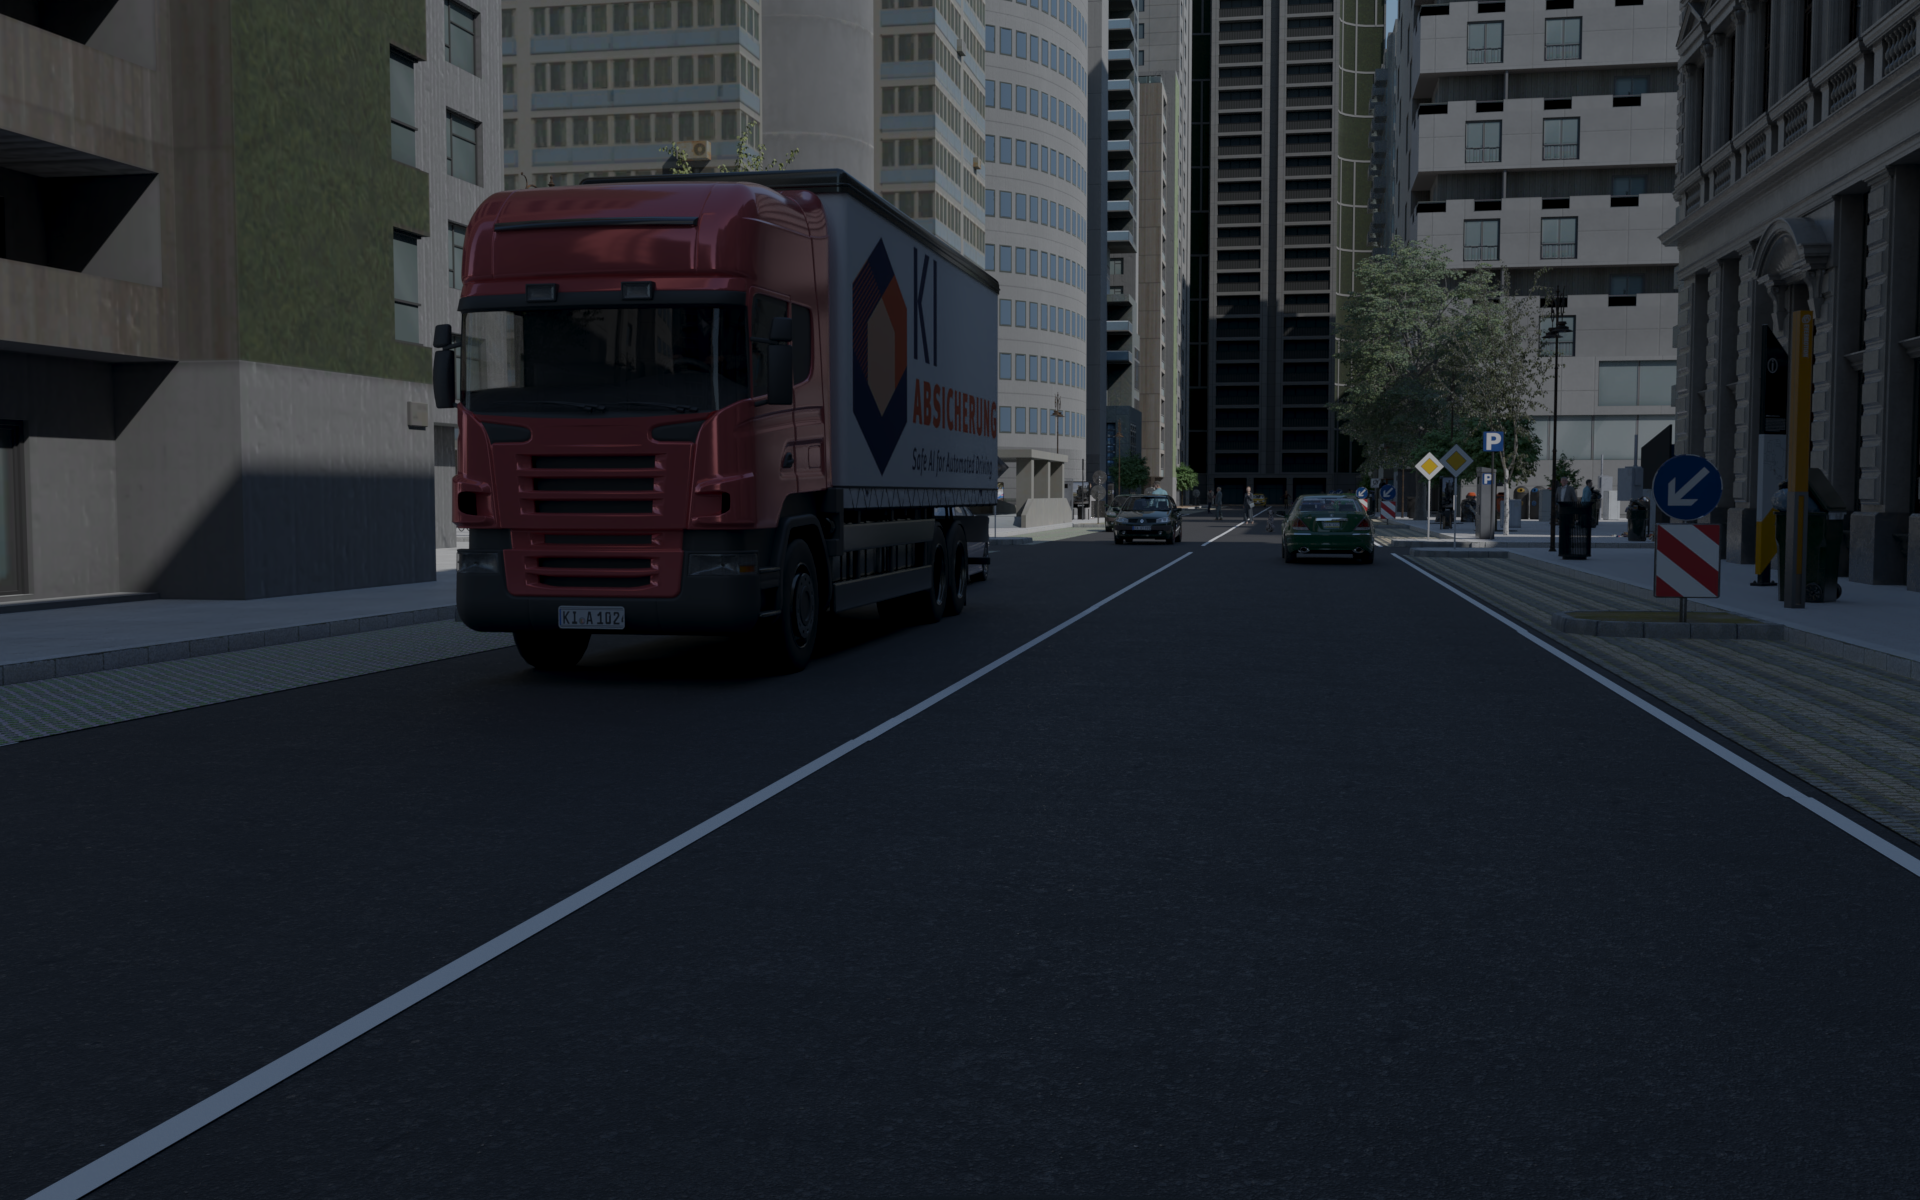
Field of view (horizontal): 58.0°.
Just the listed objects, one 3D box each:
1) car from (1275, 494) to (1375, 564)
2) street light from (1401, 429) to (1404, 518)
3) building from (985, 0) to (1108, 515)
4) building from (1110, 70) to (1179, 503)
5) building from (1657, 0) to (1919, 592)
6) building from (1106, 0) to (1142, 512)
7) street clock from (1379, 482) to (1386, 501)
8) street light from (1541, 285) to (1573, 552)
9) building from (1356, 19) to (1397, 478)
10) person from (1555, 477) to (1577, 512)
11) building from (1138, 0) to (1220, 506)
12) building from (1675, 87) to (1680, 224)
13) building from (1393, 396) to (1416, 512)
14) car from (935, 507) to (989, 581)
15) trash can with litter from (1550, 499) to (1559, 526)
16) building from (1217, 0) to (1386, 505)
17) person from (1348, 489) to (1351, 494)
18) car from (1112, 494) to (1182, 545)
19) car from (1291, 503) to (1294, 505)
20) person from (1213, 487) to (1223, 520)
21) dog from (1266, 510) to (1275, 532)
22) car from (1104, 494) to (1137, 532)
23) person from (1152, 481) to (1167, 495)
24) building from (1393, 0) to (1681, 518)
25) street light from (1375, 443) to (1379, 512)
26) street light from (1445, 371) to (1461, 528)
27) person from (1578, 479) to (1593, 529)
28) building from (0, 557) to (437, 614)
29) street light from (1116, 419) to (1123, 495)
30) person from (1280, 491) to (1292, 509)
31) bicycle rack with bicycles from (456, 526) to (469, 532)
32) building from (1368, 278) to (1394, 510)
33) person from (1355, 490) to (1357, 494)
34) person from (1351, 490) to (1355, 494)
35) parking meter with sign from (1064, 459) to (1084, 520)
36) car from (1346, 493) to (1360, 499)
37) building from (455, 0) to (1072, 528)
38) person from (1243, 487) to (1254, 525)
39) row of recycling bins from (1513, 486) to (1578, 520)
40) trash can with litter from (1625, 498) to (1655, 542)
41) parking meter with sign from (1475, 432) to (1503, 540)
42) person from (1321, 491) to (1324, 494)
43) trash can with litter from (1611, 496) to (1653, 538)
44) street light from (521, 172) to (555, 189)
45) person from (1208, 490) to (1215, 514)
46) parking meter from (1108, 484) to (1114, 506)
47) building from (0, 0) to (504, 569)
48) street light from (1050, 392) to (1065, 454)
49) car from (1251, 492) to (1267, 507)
[{"bbox_3d":[7.871,-1.555,37.227,2.131,1.459,4.920,1,4,9],"label":"car"},{"bbox_3d":[23.804,-7.354,93.018,0.468,5.910,1.993,1,4,11],"label":"street light"},{"bbox_3d":[-2.753,-34.588,107.513,21.231,58.520,28.212,1,4,11],"label":"building"},{"bbox_3d":[13.063,-29.361,163.646,14.154,41.232,14.086,1,4,11],"label":"building"},{"bbox_3d":[18.350,-12.112,26.906,11.050,23.489,19.941,1,4,11],"label":"building"},{"bbox_3d":[4.282,-50.664,141.035,22.319,86.520,31.000,1,4,11],"label":"building"},{"bbox_3d":[25.861,-6.205,106.028,0.471,2.002,0.358,-3,5,-39],"label":"street clock"},{"bbox_3d":[13.223,-4.017,38.470,0.468,5.910,1.993,1,4,11],"label":"street light"},{"bbox_3d":[53.226,-34.089,176.962,23.786,49.044,30.456,1,4,11],"label":"building"},{"bbox_3d":[17.293,-2.638,49.575,0.661,1.777,0.834,3,4,36],"label":"person"},{"bbox_3d":[21.271,-47.676,217.757,20.611,71.187,20.563,1,4,11],"label":"building"},{"bbox_3d":[41.995,-12.993,57.475,28.899,21.520,27.650,1,4,11],"label":"building"},{"bbox_3d":[39.244,-21.764,127.541,14.160,30.474,14.107,1,4,11],"label":"building"},{"bbox_3d":[-0.688,-0.923,27.454,2.083,1.381,4.827,1,4,10],"label":"car"},{"bbox_3d":[24.533,-3.639,70.889,0.624,1.170,1.055,2,4,34],"label":"trash can with litter"},{"bbox_3d":[41.708,-47.448,214.021,20.611,71.187,20.563,1,4,11],"label":"building"},{"bbox_3d":[41.475,-10.916,184.537,1.348,1.823,0.705,-1,4,-22],"label":"person"},{"bbox_3d":[5.512,-2.493,50.555,2.009,1.686,4.222,1,4,12],"label":"car"},{"bbox_3d":[19.072,-5.012,94.518,1.945,1.354,3.894,1,4,11],"label":"car"},{"bbox_3d":[14.108,-5.278,94.963,0.590,1.801,0.661,1,4,17],"label":"person"},{"bbox_3d":[11.627,-2.973,65.444,0.800,0.831,0.513,-3,4,-36],"label":"dog"},{"bbox_3d":[6.595,-3.480,66.681,2.009,1.686,4.222,1,4,11],"label":"car"},{"bbox_3d":[6.231,-2.813,54.358,0.638,1.841,0.748,0,4,5],"label":"person"},{"bbox_3d":[40.777,-31.501,104.285,28.713,52.752,27.495,1,4,11],"label":"building"},{"bbox_3d":[29.187,-9.059,120.894,0.468,5.910,1.993,1,4,11],"label":"street light"},{"bbox_3d":[18.484,-5.646,65.102,0.468,5.910,1.993,1,4,11],"label":"street light"},{"bbox_3d":[22.719,-3.484,63.019,0.620,1.820,0.660,0,4,6],"label":"person"},{"bbox_3d":[-15.912,-15.139,19.226,14.160,30.474,14.107,1,4,11],"label":"building"},{"bbox_3d":[9.820,-8.195,106.775,0.468,5.910,1.993,1,4,11],"label":"street light"},{"bbox_3d":[31.354,-9.634,166.531,1.217,1.766,0.721,3,4,38],"label":"person"},{"bbox_3d":[-17.116,-2.838,59.777,2.852,0.926,2.925,-2,4,-34],"label":"bicycle rack with bicycles"},{"bbox_3d":[49.749,-18.525,147.918,27.650,21.520,28.899,1,4,11],"label":"building"},{"bbox_3d":[45.148,-11.676,196.957,1.348,1.822,0.705,1,4,20],"label":"person"},{"bbox_3d":[41.017,-10.676,181.042,0.568,1.767,0.683,-2,4,-31],"label":"person"},{"bbox_3d":[5.229,-5.455,85.453,1.738,3.016,0.543,0,4,3],"label":"parking meter with sign"},{"bbox_3d":[25.682,-6.480,114.751,1.959,1.807,4.718,1,4,9],"label":"car"},{"bbox_3d":[-12.020,-23.375,74.069,32.217,40.220,23.993,1,4,11],"label":"building"},{"bbox_3d":[13.458,-4.398,80.824,0.576,1.772,0.534,2,4,28],"label":"person"},{"bbox_3d":[29.313,-4.873,86.781,1.069,1.692,3.534,-3,4,-38],"label":"row of recycling bins"},{"bbox_3d":[18.603,-2.175,46.940,1.055,1.170,0.624,1,4,12],"label":"trash can with litter"},{"bbox_3d":[14.984,-3.242,49.261,0.543,3.016,1.738,0,4,7],"label":"parking meter with sign"},{"bbox_3d":[42.137,-11.756,201.381,0.551,1.740,0.621,-2,4,-25],"label":"person"},{"bbox_3d":[20.277,-2.481,51.628,1.678,1.210,2.233,-1,4,-9],"label":"trash can with litter"},{"bbox_3d":[-5.928,-3.212,25.299,0.468,5.910,1.993,1,4,11],"label":"street light"},{"bbox_3d":[18.486,-7.215,126.994,0.750,1.759,0.617,2,4,29],"label":"person"},{"bbox_3d":[8.491,-5.617,97.543,0.255,1.863,0.399,2,4,24],"label":"parking meter"},{"bbox_3d":[-18.524,-16.324,38.605,14.107,30.474,14.160,1,4,11],"label":"building"},{"bbox_3d":[4.432,-6.473,78.617,0.468,5.910,1.993,1,4,11],"label":"street light"},{"bbox_3d":[32.838,-11.040,190.735,2.015,1.641,3.980,1,4,11],"label":"car"}]
